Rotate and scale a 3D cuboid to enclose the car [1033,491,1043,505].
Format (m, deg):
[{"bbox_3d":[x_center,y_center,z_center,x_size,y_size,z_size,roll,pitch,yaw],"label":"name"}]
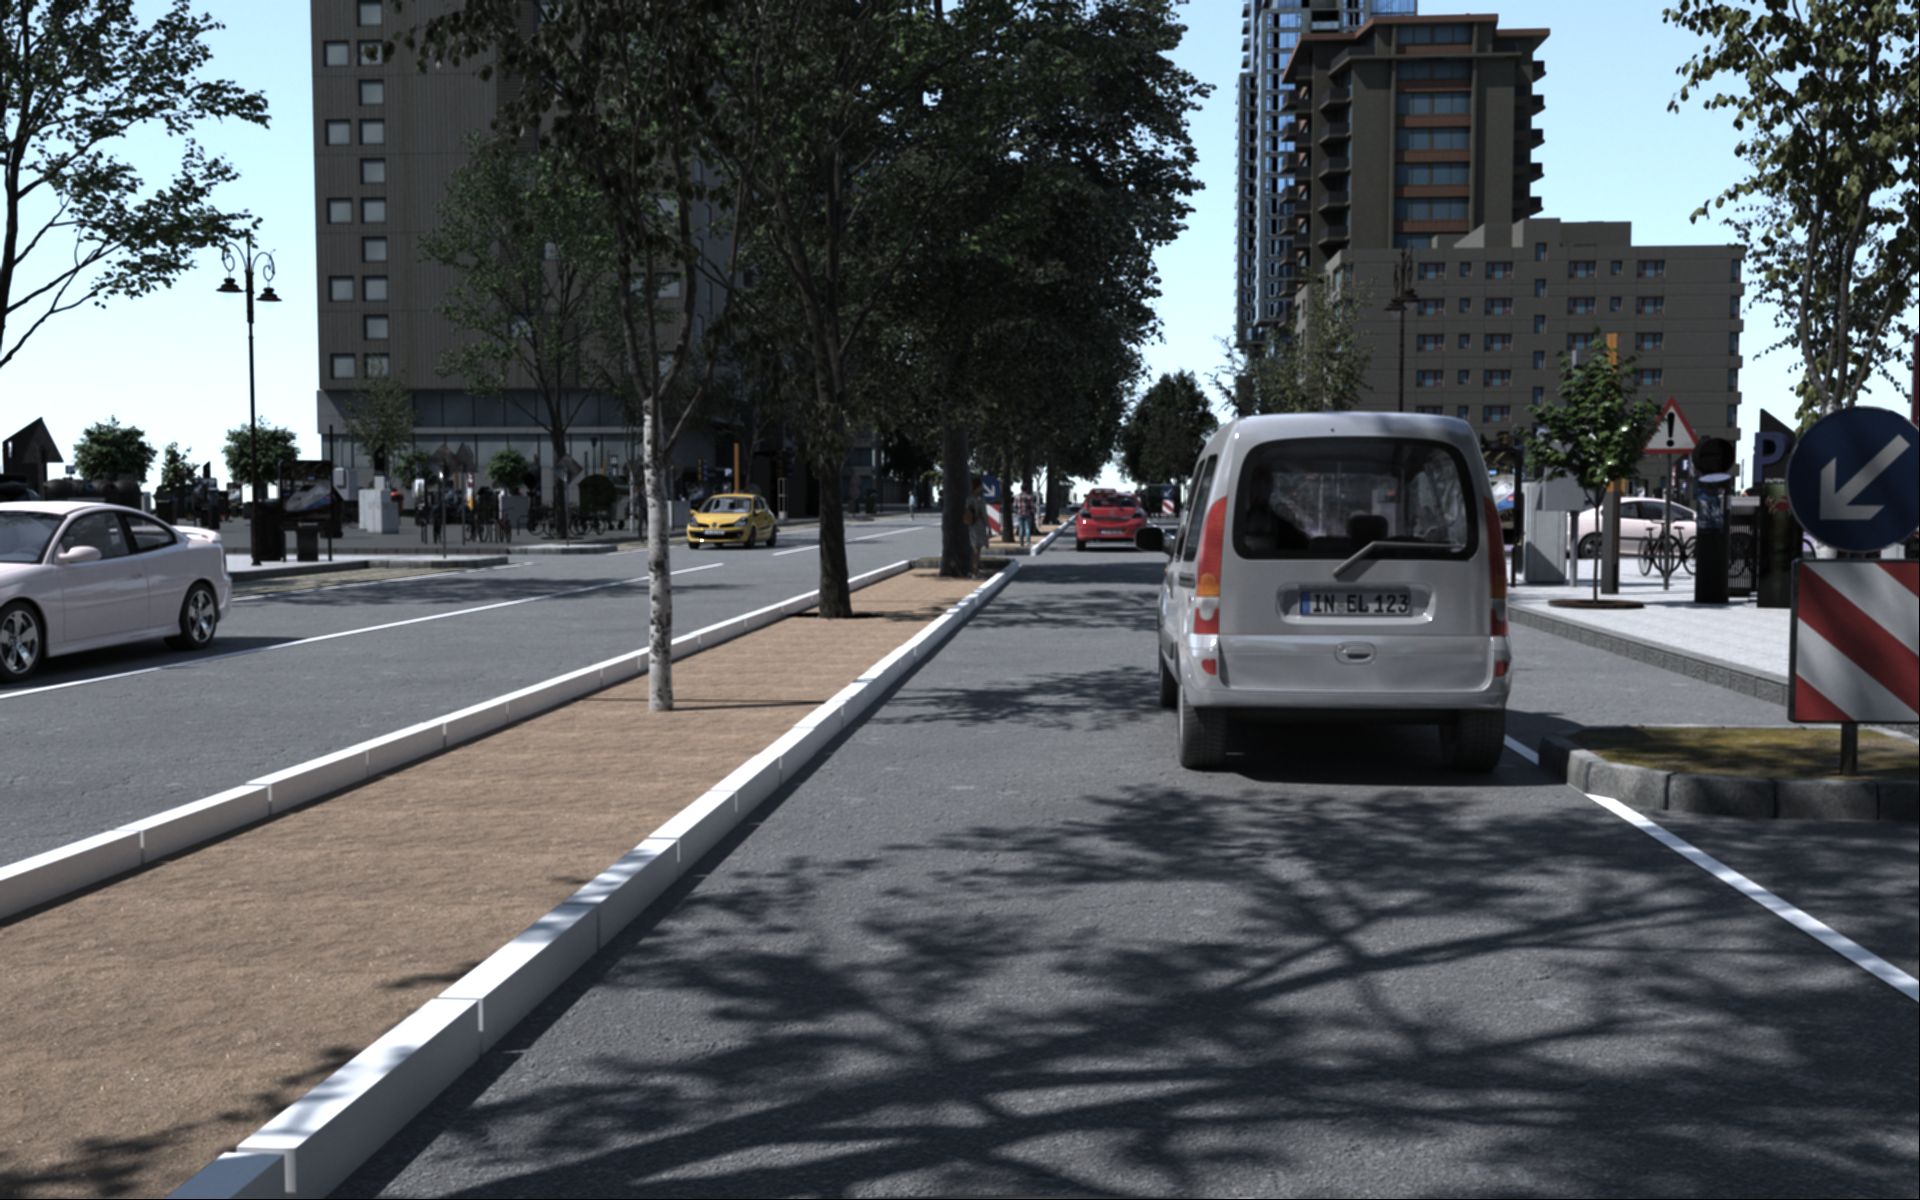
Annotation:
[{"bbox_3d":[10.411,-14.110,239.366,2.281,1.827,5.304,0,4,5],"label":"car"}]

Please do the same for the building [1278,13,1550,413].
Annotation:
[{"bbox_3d":[41.971,-31.150,163.934,22.147,44.769,28.867,0,4,5],"label":"building"}]

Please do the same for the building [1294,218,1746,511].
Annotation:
[{"bbox_3d":[41.768,-17.780,135.735,27.650,21.520,28.899,0,4,5],"label":"building"}]

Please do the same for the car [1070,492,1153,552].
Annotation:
[{"bbox_3d":[3.902,-2.181,44.692,2.155,1.783,4.494,0,4,5],"label":"car"}]

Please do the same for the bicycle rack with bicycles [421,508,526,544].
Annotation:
[{"bbox_3d":[-13.139,-1.986,45.856,2.852,0.926,2.925,-1,4,-19],"label":"bicycle rack with bicycles"}]

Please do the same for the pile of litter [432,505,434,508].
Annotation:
[{"bbox_3d":[-23.585,-3.923,78.114,1.719,0.858,1.176,0,4,3],"label":"pile of litter"}]

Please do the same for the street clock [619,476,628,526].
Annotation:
[{"bbox_3d":[-13.245,-3.862,67.721,0.471,2.002,0.358,-2,4,-25],"label":"street clock"}]

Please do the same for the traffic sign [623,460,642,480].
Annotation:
[{"bbox_3d":[-12.077,-3.899,63.859,0.768,2.556,0.104,1,4,11],"label":"traffic sign"}]

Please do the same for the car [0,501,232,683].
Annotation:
[{"bbox_3d":[-7.975,-0.141,14.660,2.083,1.381,4.827,0,4,3],"label":"car"}]

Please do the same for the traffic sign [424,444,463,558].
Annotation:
[{"bbox_3d":[-10.266,-1.885,34.457,0.795,2.450,0.064,0,4,5],"label":"traffic sign"}]

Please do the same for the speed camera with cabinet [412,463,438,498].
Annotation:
[{"bbox_3d":[-34.640,-7.204,112.121,0.660,3.252,2.038,1,4,19],"label":"speed camera with cabinet"}]

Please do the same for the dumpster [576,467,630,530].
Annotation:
[{"bbox_3d":[-12.795,-3.644,62.069,1.502,2.255,1.985,0,4,5],"label":"dumpster"}]

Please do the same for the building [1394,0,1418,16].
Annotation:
[{"bbox_3d":[46.925,-55.721,223.712,22.319,86.520,31.000,0,4,5],"label":"building"}]

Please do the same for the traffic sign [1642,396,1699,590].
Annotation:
[{"bbox_3d":[9.423,-1.409,23.037,0.884,2.594,0.081,1,4,9],"label":"traffic sign"}]

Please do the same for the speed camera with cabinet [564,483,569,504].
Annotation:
[{"bbox_3d":[-23.036,-6.478,100.249,0.660,3.252,2.038,-1,4,-19],"label":"speed camera with cabinet"}]

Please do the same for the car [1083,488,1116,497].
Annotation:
[{"bbox_3d":[8.429,-5.721,102.219,2.281,1.827,5.304,0,4,4],"label":"car"}]

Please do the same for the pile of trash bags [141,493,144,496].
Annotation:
[{"bbox_3d":[-44.093,-4.941,90.530,1.912,1.369,3.447,1,4,22],"label":"pile of trash bags"}]

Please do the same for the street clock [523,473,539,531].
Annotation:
[{"bbox_3d":[-14.788,-3.374,59.743,0.471,2.002,0.358,1,4,15],"label":"street clock"}]

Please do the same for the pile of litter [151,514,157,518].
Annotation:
[{"bbox_3d":[-46.996,-5.231,99.497,1.176,0.858,1.719,3,4,38],"label":"pile of litter"}]

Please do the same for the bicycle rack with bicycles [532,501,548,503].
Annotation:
[{"bbox_3d":[-16.170,-3.425,69.381,2.852,0.926,2.925,-1,4,-10],"label":"bicycle rack with bicycles"}]

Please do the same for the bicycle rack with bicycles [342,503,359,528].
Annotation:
[{"bbox_3d":[-23.140,-3.164,65.107,2.925,0.926,2.852,-3,4,-39],"label":"bicycle rack with bicycles"}]

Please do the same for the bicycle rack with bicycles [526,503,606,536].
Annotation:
[{"bbox_3d":[-12.331,-2.488,54.063,2.852,0.926,2.925,3,5,45],"label":"bicycle rack with bicycles"}]

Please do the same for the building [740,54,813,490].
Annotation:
[{"bbox_3d":[-21.106,-28.735,153.415,14.154,41.232,14.086,0,4,5],"label":"building"}]

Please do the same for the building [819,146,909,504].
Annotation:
[{"bbox_3d":[-19.370,-37.230,228.310,23.786,49.044,30.456,0,4,5],"label":"building"}]

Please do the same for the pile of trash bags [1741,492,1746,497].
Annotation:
[{"bbox_3d":[42.794,-5.068,92.616,1.912,1.369,3.447,0,4,-5],"label":"pile of trash bags"}]

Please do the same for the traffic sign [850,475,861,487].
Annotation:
[{"bbox_3d":[-7.079,-7.185,117.579,0.768,2.556,0.104,0,4,7],"label":"traffic sign"}]

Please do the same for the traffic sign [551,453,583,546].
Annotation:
[{"bbox_3d":[-9.612,-2.371,42.415,0.795,2.450,0.064,0,4,5],"label":"traffic sign"}]

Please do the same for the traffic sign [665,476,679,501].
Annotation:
[{"bbox_3d":[-11.602,-4.258,69.718,0.768,2.556,0.104,1,4,13],"label":"traffic sign"}]

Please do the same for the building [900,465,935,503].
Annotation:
[{"bbox_3d":[-18.984,-25.346,259.447,27.650,21.520,28.899,0,4,5],"label":"building"}]

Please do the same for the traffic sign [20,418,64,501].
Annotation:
[{"bbox_3d":[-15.640,-1.804,29.497,0.884,2.594,0.081,1,4,14],"label":"traffic sign"}]

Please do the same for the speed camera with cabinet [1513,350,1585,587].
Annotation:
[{"bbox_3d":[8.363,-1.852,24.609,0.660,3.252,2.038,0,4,7],"label":"speed camera with cabinet"}]

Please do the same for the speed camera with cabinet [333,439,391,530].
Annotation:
[{"bbox_3d":[-21.330,-4.124,61.766,2.038,3.252,0.660,1,4,16],"label":"speed camera with cabinet"}]

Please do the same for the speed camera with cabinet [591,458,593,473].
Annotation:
[{"bbox_3d":[-19.381,-6.126,94.496,2.038,3.252,0.660,1,4,21],"label":"speed camera with cabinet"}]

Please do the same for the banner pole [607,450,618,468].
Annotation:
[{"bbox_3d":[-19.679,-6.603,97.973,0.863,3.779,0.401,1,4,21],"label":"banner pole"}]

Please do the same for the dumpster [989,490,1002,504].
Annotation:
[{"bbox_3d":[4.115,-12.156,206.971,1.865,1.857,1.264,0,4,6],"label":"dumpster"}]

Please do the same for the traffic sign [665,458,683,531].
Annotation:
[{"bbox_3d":[-10.016,-3.686,60.367,0.768,2.556,0.104,1,4,11],"label":"traffic sign"}]

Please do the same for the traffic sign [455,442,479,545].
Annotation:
[{"bbox_3d":[-12.443,-2.652,43.364,0.884,2.594,0.081,1,4,14],"label":"traffic sign"}]

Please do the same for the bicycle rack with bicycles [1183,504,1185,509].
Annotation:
[{"bbox_3d":[15.925,-6.059,112.439,2.852,0.926,2.925,3,5,41],"label":"bicycle rack with bicycles"}]

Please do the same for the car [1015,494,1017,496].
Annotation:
[{"bbox_3d":[5.111,-8.078,141.860,2.009,1.686,4.222,0,4,6],"label":"car"}]

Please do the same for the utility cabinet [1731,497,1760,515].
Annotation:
[{"bbox_3d":[19.131,-1.917,42.510,1.020,1.237,0.306,3,4,38],"label":"utility cabinet"}]

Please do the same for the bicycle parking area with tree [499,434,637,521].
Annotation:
[{"bbox_3d":[-18.844,-6.016,85.359,9.016,4.147,8.231,1,4,23],"label":"bicycle parking area with tree"}]

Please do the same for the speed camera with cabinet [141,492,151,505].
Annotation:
[{"bbox_3d":[-56.814,-7.632,119.113,0.660,3.252,2.038,3,5,43],"label":"speed camera with cabinet"}]

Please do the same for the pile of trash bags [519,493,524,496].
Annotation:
[{"bbox_3d":[-28.622,-5.933,106.763,3.447,1.369,1.912,-1,4,-22],"label":"pile of trash bags"}]

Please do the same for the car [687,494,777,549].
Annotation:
[{"bbox_3d":[-6.078,-2.205,46.271,2.015,1.641,3.980,0,4,6],"label":"car"}]

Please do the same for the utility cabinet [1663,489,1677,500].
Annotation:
[{"bbox_3d":[29.541,-3.866,71.895,1.173,1.500,0.318,-3,4,-38],"label":"utility cabinet"}]

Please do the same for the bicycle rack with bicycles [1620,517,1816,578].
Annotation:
[{"bbox_3d":[11.379,-0.822,26.828,2.852,0.926,2.925,0,4,-5],"label":"bicycle rack with bicycles"}]

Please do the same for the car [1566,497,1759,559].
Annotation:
[{"bbox_3d":[14.411,-1.452,36.104,4.827,1.381,2.083,0,4,5],"label":"car"}]

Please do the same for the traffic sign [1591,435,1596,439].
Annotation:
[{"bbox_3d":[9.754,-1.470,26.158,0.606,2.300,0.079,1,4,11],"label":"traffic sign"}]

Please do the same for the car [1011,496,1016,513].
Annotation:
[{"bbox_3d":[3.779,-6.128,112.777,1.945,1.354,3.894,0,4,3],"label":"car"}]

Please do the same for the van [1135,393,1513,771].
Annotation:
[{"bbox_3d":[2.070,-0.205,10.366,2.013,2.044,4.112,0,4,4],"label":"van"}]

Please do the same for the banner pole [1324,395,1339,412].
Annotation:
[{"bbox_3d":[9.349,-3.279,43.625,0.401,3.779,0.863,3,5,42],"label":"banner pole"}]

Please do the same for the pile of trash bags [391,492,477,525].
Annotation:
[{"bbox_3d":[-22.376,-3.868,72.992,3.447,1.369,1.912,-3,5,-42],"label":"pile of trash bags"}]

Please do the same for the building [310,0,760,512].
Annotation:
[{"bbox_3d":[-30.750,-33.235,132.638,28.713,52.752,27.495,0,4,5],"label":"building"}]

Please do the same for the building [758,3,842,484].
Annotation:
[{"bbox_3d":[-22.533,-44.796,170.669,20.563,71.187,20.611,0,4,5],"label":"building"}]

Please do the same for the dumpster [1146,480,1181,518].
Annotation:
[{"bbox_3d":[11.720,-5.790,99.621,1.985,2.255,1.502,0,4,4],"label":"dumpster"}]

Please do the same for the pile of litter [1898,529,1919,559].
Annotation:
[{"bbox_3d":[11.909,-0.463,21.529,1.719,0.858,1.176,3,5,41],"label":"pile of litter"}]

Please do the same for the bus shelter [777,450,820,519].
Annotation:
[{"bbox_3d":[-8.244,-6.228,93.108,1.731,3.624,6.357,0,4,5],"label":"bus shelter"}]

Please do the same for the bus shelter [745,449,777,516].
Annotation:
[{"bbox_3d":[-10.061,-6.225,93.056,1.731,3.624,6.357,0,4,5],"label":"bus shelter"}]

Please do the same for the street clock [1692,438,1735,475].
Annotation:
[{"bbox_3d":[9.759,-1.095,22.480,0.471,2.002,0.358,0,4,0],"label":"street clock"}]
